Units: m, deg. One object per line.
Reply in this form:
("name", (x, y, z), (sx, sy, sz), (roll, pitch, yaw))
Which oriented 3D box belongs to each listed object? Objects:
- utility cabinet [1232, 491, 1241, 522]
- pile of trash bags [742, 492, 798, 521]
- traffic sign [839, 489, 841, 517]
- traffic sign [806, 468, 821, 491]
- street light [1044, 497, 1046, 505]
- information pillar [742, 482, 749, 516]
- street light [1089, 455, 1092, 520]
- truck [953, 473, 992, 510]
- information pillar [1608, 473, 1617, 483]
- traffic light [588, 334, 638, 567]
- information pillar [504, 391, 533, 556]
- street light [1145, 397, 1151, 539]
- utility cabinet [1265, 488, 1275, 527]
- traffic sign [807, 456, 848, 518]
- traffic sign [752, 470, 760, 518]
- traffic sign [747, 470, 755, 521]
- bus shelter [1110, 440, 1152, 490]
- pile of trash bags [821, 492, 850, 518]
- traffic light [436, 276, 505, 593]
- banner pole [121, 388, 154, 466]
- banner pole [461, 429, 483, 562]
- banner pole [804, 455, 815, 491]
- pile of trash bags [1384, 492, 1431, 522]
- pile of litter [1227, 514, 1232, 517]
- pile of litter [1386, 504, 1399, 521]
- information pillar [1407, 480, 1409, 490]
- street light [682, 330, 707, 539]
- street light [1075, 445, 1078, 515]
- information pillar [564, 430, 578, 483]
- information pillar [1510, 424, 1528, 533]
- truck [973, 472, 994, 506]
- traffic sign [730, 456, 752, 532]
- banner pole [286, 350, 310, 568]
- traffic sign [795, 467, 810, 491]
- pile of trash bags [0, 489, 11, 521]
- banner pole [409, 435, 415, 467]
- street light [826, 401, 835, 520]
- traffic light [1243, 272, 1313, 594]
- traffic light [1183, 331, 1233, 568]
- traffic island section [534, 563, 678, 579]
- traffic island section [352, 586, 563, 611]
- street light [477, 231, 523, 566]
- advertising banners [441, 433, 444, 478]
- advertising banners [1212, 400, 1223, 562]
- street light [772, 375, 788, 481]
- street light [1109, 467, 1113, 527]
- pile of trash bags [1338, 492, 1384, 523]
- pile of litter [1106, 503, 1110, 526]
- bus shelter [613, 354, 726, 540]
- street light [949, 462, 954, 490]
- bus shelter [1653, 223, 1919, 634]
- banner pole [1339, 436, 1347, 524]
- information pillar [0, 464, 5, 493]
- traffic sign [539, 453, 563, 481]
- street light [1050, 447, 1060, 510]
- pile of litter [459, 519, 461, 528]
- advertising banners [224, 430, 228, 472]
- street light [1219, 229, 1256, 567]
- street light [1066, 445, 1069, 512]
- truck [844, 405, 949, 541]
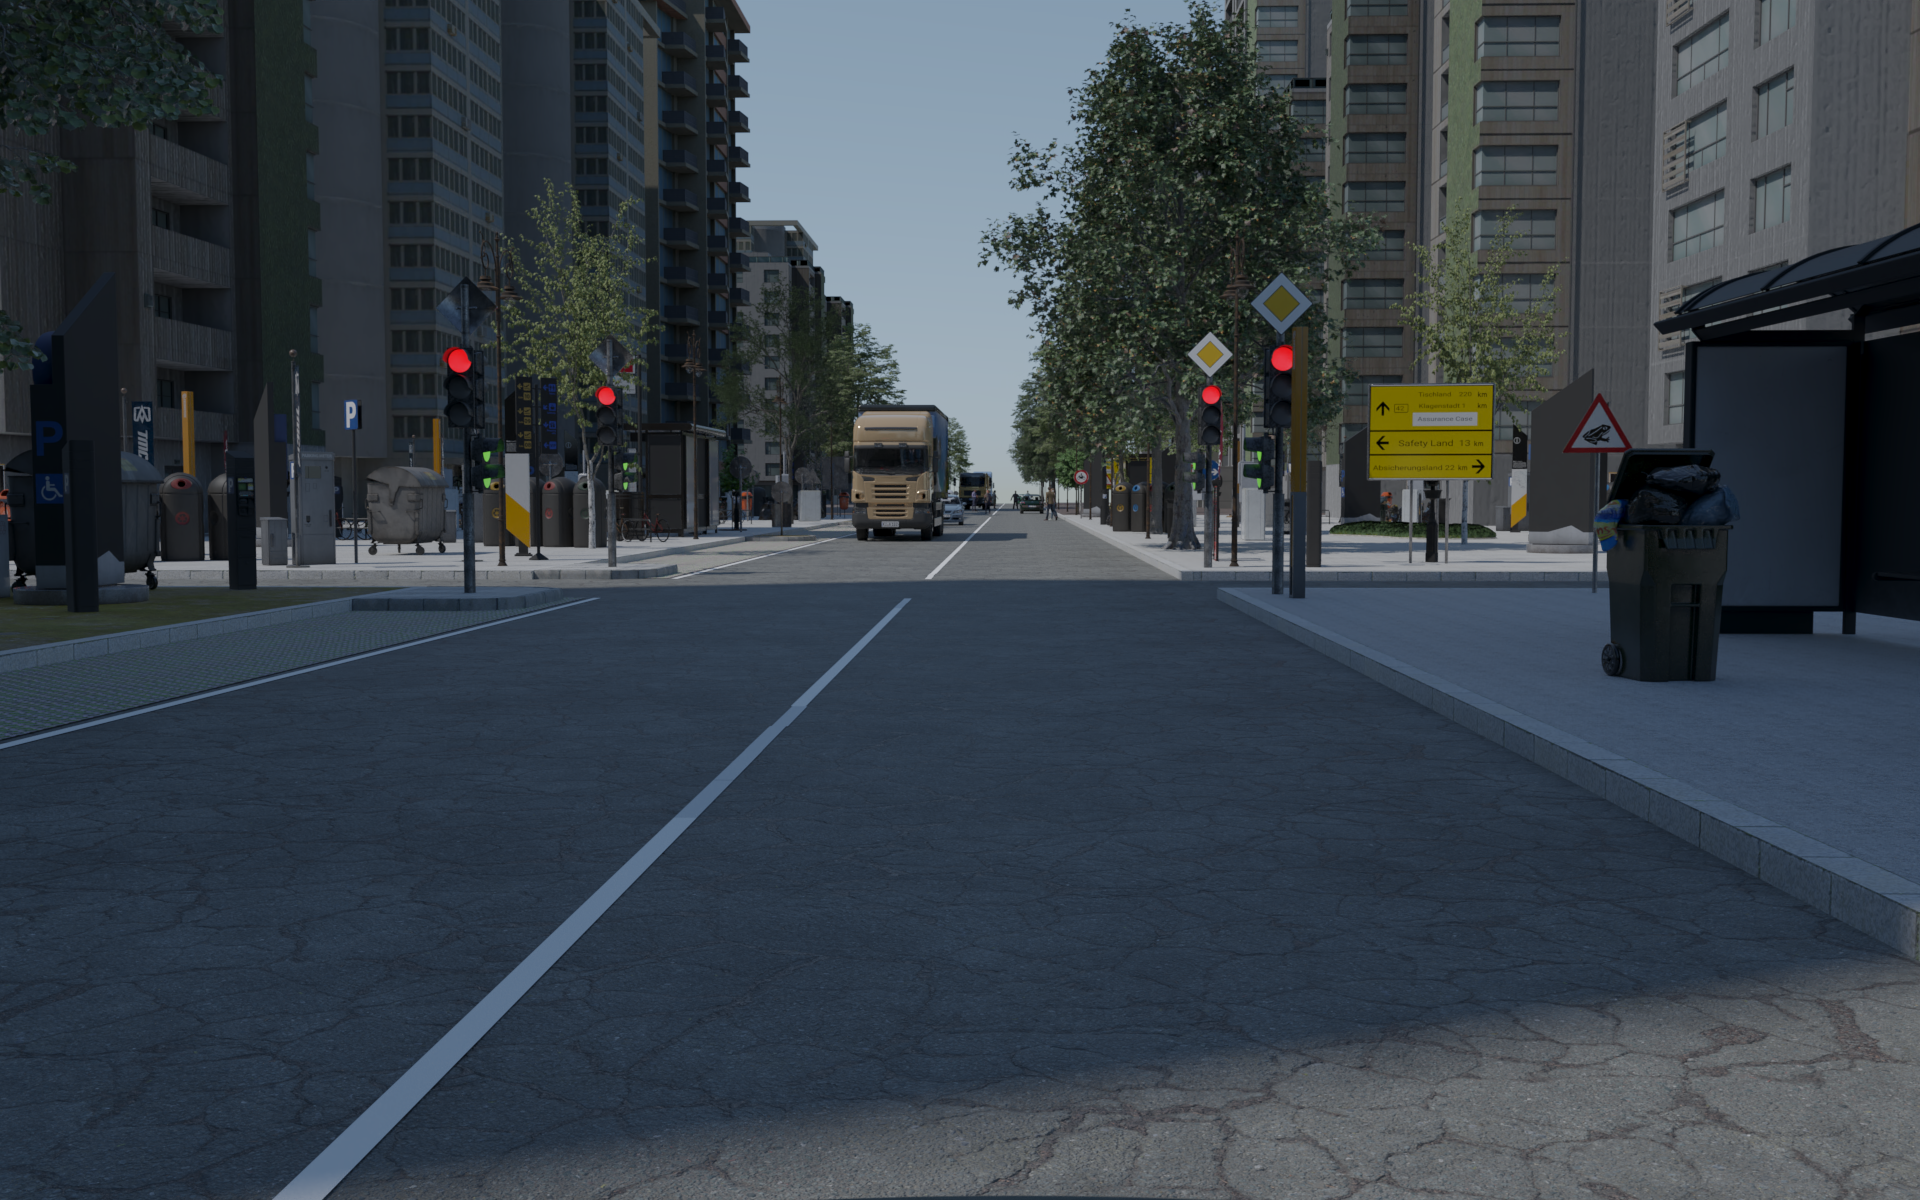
("utility cabinet", (12.891, -4.260, 78.326), (1.173, 1.500, 0.318), (2, 4, 31))
("pile of trash bags", (-9.189, -4.580, 84.641), (3.447, 1.369, 1.912), (-3, 4, -38))
("traffic sign", (-6.749, -5.958, 97.520), (0.768, 2.556, 0.104), (0, 4, 7))
("traffic sign", (-7.432, -5.340, 87.308), (0.884, 2.594, 0.081), (0, 4, 7))
("street light", (10.331, -14.402, 208.264), (0.468, 5.910, 1.993), (0, 4, 2))
("information pillar", (-12.165, -5.729, 98.155), (0.304, 2.012, 0.304), (3, 4, 37))
("street light", (6.526, -6.954, 86.489), (0.468, 5.910, 1.993), (0, 4, 2))
("truck", (1.334, -9.935, 158.360), (3.469, 3.379, 9.791), (0, 4, 3))
("information pillar", (22.359, -3.352, 59.304), (0.304, 2.012, 0.304), (1, 4, 16))
("traffic light", (-6.104, -2.536, 30.379), (0.839, 4.253, 0.868), (0, 4, 2))
("information pillar", (-9.083, -2.706, 35.600), (0.504, 3.616, 0.183), (0, 4, -4))
("street light", (5.392, -4.692, 49.494), (0.468, 5.910, 1.993), (0, 4, 2))
("utility cabinet", (11.820, -3.554, 66.792), (0.318, 1.500, 1.173), (2, 4, 33))
("traffic sign", (-7.191, -6.115, 93.847), (2.265, 3.308, 0.079), (1, 4, 8))
("traffic sign", (-10.998, -5.613, 91.876), (0.768, 2.556, 0.104), (0, 4, 7))
("traffic sign", (-9.966, -4.959, 81.187), (0.768, 2.556, 0.104), (0, 4, 5))
("bus shelter", (9.523, -7.085, 93.472), (2.179, 5.291, 8.768), (0, 4, 2))
("pile of trash bags", (-7.563, -5.041, 92.179), (3.447, 1.369, 1.912), (0, 4, 2))
("traffic light", (-6.353, -2.048, 22.398), (0.839, 4.253, 0.868), (0, 4, 2))
("banner pole", (-19.501, -3.119, 41.020), (0.863, 3.779, 0.401), (-1, 4, -11))
("banner pole", (-9.255, -2.628, 32.982), (0.401, 3.779, 0.863), (0, 4, -1))
("banner pole", (-8.877, -6.817, 101.482), (0.863, 3.779, 0.401), (1, 4, 19))
("pile of trash bags", (18.192, -3.607, 68.732), (1.912, 1.369, 3.447), (2, 4, 23))
("pile of litter", (15.370, -4.955, 94.980), (1.176, 0.858, 1.719), (-2, 4, -33))
("pile of litter", (18.382, -3.699, 74.451), (1.719, 0.858, 1.176), (-3, 4, -36))
("information pillar", (22.336, -4.973, 85.798), (0.304, 2.012, 0.304), (-3, 5, -43))
("street light", (-7.499, -4.662, 49.011), (0.468, 5.910, 1.993), (0, 4, 2))
("street light", (7.054, -8.075, 104.817), (0.468, 5.910, 1.993), (0, 4, 2))
("information pillar", (-14.172, -4.388, 63.092), (0.504, 3.616, 0.183), (-1, 4, -22))
("information pillar", (18.577, -4.050, 57.567), (0.504, 3.616, 0.183), (1, 4, 16))
("truck", (2.969, -13.613, 212.329), (2.967, 4.110, 18.799), (0, 4, 3))
("traffic sign", (-7.352, -3.545, 58.069), (0.768, 2.556, 0.104), (0, 4, 6))
("banner pole", (-11.442, -2.440, 29.915), (0.401, 3.779, 0.863), (-2, 4, -28))
("traffic sign", (-7.480, -5.022, 82.208), (0.768, 2.556, 0.104), (1, 4, 10))
("pile of trash bags", (-19.185, -1.455, 33.550), (3.447, 1.369, 1.912), (2, 4, 27))
("banner pole", (-23.155, -5.093, 73.283), (0.401, 3.779, 0.863), (0, 4, 2))
("street light", (-6.366, -6.916, 85.857), (0.468, 5.910, 1.993), (0, 4, 2))
("traffic light", (4.053, -2.029, 22.089), (0.839, 4.253, 0.868), (0, 4, 2))
("traffic light", (4.303, -2.517, 30.071), (0.839, 4.253, 0.868), (0, 4, 2))
("traffic island section", (-6.143, -0.504, 30.515), (2.009, 0.180, 2.903), (0, 4, 2))
("traffic island section", (-6.393, -0.015, 22.534), (2.009, 0.180, 2.903), (0, 4, 2))
("street light", (-8.155, -3.541, 30.687), (0.468, 5.910, 1.993), (0, 4, 2))
("advertising banners", (-14.764, -3.247, 49.273), (0.090, 3.025, 2.074), (-1, 4, -12))
("advertising banners", (4.925, -2.263, 33.192), (0.090, 3.025, 2.074), (0, 4, 5))
("street light", (-6.974, -5.783, 67.339), (0.468, 5.910, 1.993), (0, 4, 2))
("street light", (5.955, -5.812, 67.821), (0.468, 5.910, 1.993), (0, 4, 2))
("pile of trash bags", (18.676, -4.207, 78.534), (1.912, 1.369, 3.447), (3, 5, 40))
("pile of litter", (6.551, -3.472, 70.740), (1.176, 0.858, 1.719), (2, 4, 31))
("bus shelter", (-8.901, -4.578, 52.476), (2.179, 5.291, 8.768), (0, 4, 2))
("street light", (-1.379, -16.687, 245.622), (0.468, 5.910, 1.993), (0, 4, 2))
("bus shelter", (7.343, -1.187, 13.330), (2.014, 3.302, 5.546), (0, 4, 2))
("banner pole", (16.351, -5.139, 74.039), (0.401, 3.779, 0.863), (2, 4, 34))
("information pillar", (-23.560, -2.314, 42.330), (0.304, 2.012, 0.304), (2, 4, 24))
("traffic sign", (-11.919, -3.076, 50.397), (0.768, 2.556, 0.104), (0, 4, 4))
("street light", (8.898, -11.584, 162.183), (0.468, 5.910, 1.993), (0, 4, 2))
("pile of litter", (-18.862, -3.178, 65.933), (1.719, 0.858, 1.176), (-3, 5, -39))
("advertising banners", (-19.629, -3.091, 46.723), (0.090, 3.025, 2.074), (-2, 4, -32))
("street light", (4.856, -3.529, 30.493), (0.468, 5.910, 1.993), (0, 4, 2))
("street light", (7.763, -9.309, 124.982), (0.468, 5.910, 1.993), (0, 4, 2))
("truck", (-1.874, -4.142, 56.639), (2.839, 4.237, 11.283), (0, 4, 2))
